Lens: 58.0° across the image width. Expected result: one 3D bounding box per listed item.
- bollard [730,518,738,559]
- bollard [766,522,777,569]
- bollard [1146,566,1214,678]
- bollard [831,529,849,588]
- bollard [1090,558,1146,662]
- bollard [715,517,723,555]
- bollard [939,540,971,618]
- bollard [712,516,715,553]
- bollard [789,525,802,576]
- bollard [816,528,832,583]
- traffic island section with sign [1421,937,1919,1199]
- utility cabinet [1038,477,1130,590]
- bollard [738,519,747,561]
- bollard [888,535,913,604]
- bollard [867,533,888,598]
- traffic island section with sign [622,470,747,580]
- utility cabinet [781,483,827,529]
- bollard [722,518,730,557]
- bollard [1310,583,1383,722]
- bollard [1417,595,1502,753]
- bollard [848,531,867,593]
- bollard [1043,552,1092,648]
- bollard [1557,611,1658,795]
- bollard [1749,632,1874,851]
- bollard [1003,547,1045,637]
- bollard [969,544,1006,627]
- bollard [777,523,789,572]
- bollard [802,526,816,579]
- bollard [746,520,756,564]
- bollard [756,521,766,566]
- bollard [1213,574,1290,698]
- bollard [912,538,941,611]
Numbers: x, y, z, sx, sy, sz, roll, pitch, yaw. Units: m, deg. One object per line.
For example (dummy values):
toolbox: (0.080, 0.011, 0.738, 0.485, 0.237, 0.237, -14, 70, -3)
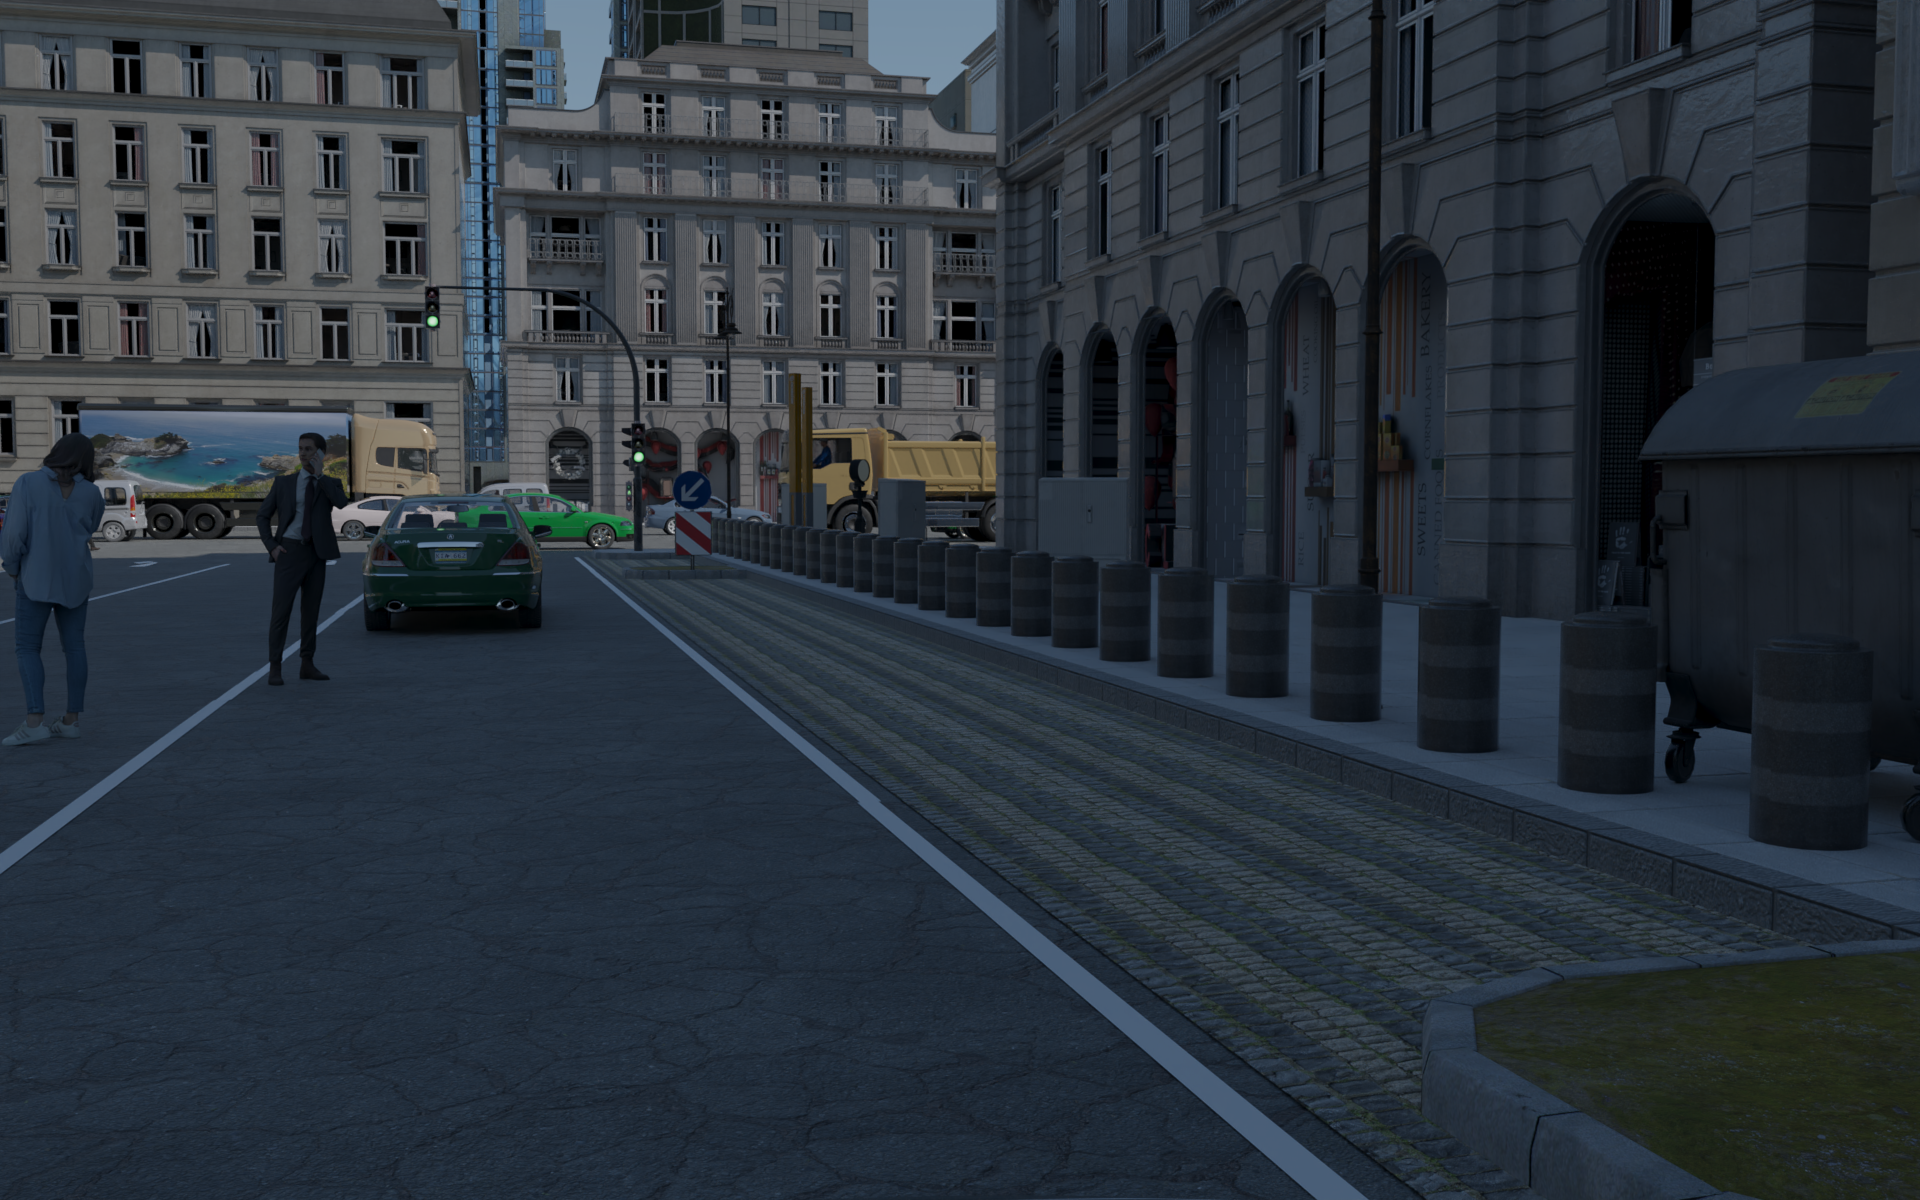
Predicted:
bollard: (-4.292, -1.204, 34.395, 0.404, 0.777, 0.398, 0, 3, 0)
bollard: (-3.064, -0.919, 29.741, 0.404, 0.777, 0.398, 0, 3, 0)
bollard: (1.592, 0.153, 12.222, 0.404, 0.777, 0.398, 0, 3, 0)
bollard: (-1.508, -0.562, 23.906, 0.404, 0.777, 0.398, 0, 3, 0)
bollard: (1.279, 0.081, 13.400, 0.404, 0.777, 0.398, 0, 3, 0)
bollard: (-4.915, -1.346, 36.720, 0.404, 0.777, 0.398, 0, 3, 0)
bollard: (0.047, -0.204, 18.052, 0.404, 0.777, 0.398, 0, 3, 0)
bollard: (-5.223, -1.417, 37.887, 0.404, 0.777, 0.398, 0, 3, 0)
bollard: (-2.443, -0.777, 27.413, 0.404, 0.777, 0.398, 0, 3, 0)
bollard: (-1.820, -0.633, 25.067, 0.404, 0.777, 0.398, 0, 3, 0)
traffic island section with sign: (2.127, 0.298, 3.764, 1.989, 1.847, 2.006, -1, 4, -15)
utility cabinet: (1.642, -0.875, 22.978, 1.173, 1.500, 0.318, 1, 4, 13)
bollard: (-3.989, -1.132, 33.232, 0.404, 0.777, 0.398, 0, 3, 0)
bollard: (-0.580, -0.348, 20.405, 0.404, 0.777, 0.398, 0, 3, 0)
bollard: (-0.891, -0.419, 21.567, 0.404, 0.777, 0.398, 0, 3, 0)
traffic island section with sign: (-4.791, -1.296, 29.819, 1.989, 1.847, 2.006, -1, 4, -15)
utility cabinet: (-3.152, -1.608, 34.976, 0.318, 1.500, 1.173, 2, 4, 30)
bollard: (-4.605, -1.275, 35.557, 0.404, 0.777, 0.398, 0, 3, 0)
bollard: (2.207, 0.295, 9.898, 0.404, 0.777, 0.398, 0, 3, 0)
bollard: (2.517, 0.366, 8.737, 0.404, 0.777, 0.398, 0, 3, 0)
bollard: (-1.198, -0.490, 22.732, 0.404, 0.777, 0.398, 0, 3, 0)
bollard: (0.969, 0.010, 14.561, 0.404, 0.777, 0.398, 0, 3, 0)
bollard: (2.828, 0.437, 7.565, 0.404, 0.777, 0.398, 0, 3, 0)
bollard: (3.141, 0.509, 6.398, 0.404, 0.777, 0.398, 0, 3, 0)
bollard: (0.660, -0.061, 15.722, 0.404, 0.777, 0.398, 0, 3, 0)
bollard: (0.357, -0.133, 16.891, 0.404, 0.777, 0.398, 0, 3, 0)
bollard: (-2.751, -0.848, 28.581, 0.404, 0.777, 0.398, 0, 3, 0)
bollard: (-2.130, -0.705, 26.238, 0.404, 0.777, 0.398, 0, 3, 0)
bollard: (-3.679, -1.061, 32.066, 0.404, 0.777, 0.398, 0, 3, 0)
bollard: (-3.368, -0.990, 30.904, 0.404, 0.777, 0.398, 0, 3, 0)
bollard: (1.901, 0.224, 11.060, 0.404, 0.777, 0.398, 0, 3, 0)
bollard: (-0.269, -0.276, 19.230, 0.404, 0.777, 0.398, 0, 3, 0)
